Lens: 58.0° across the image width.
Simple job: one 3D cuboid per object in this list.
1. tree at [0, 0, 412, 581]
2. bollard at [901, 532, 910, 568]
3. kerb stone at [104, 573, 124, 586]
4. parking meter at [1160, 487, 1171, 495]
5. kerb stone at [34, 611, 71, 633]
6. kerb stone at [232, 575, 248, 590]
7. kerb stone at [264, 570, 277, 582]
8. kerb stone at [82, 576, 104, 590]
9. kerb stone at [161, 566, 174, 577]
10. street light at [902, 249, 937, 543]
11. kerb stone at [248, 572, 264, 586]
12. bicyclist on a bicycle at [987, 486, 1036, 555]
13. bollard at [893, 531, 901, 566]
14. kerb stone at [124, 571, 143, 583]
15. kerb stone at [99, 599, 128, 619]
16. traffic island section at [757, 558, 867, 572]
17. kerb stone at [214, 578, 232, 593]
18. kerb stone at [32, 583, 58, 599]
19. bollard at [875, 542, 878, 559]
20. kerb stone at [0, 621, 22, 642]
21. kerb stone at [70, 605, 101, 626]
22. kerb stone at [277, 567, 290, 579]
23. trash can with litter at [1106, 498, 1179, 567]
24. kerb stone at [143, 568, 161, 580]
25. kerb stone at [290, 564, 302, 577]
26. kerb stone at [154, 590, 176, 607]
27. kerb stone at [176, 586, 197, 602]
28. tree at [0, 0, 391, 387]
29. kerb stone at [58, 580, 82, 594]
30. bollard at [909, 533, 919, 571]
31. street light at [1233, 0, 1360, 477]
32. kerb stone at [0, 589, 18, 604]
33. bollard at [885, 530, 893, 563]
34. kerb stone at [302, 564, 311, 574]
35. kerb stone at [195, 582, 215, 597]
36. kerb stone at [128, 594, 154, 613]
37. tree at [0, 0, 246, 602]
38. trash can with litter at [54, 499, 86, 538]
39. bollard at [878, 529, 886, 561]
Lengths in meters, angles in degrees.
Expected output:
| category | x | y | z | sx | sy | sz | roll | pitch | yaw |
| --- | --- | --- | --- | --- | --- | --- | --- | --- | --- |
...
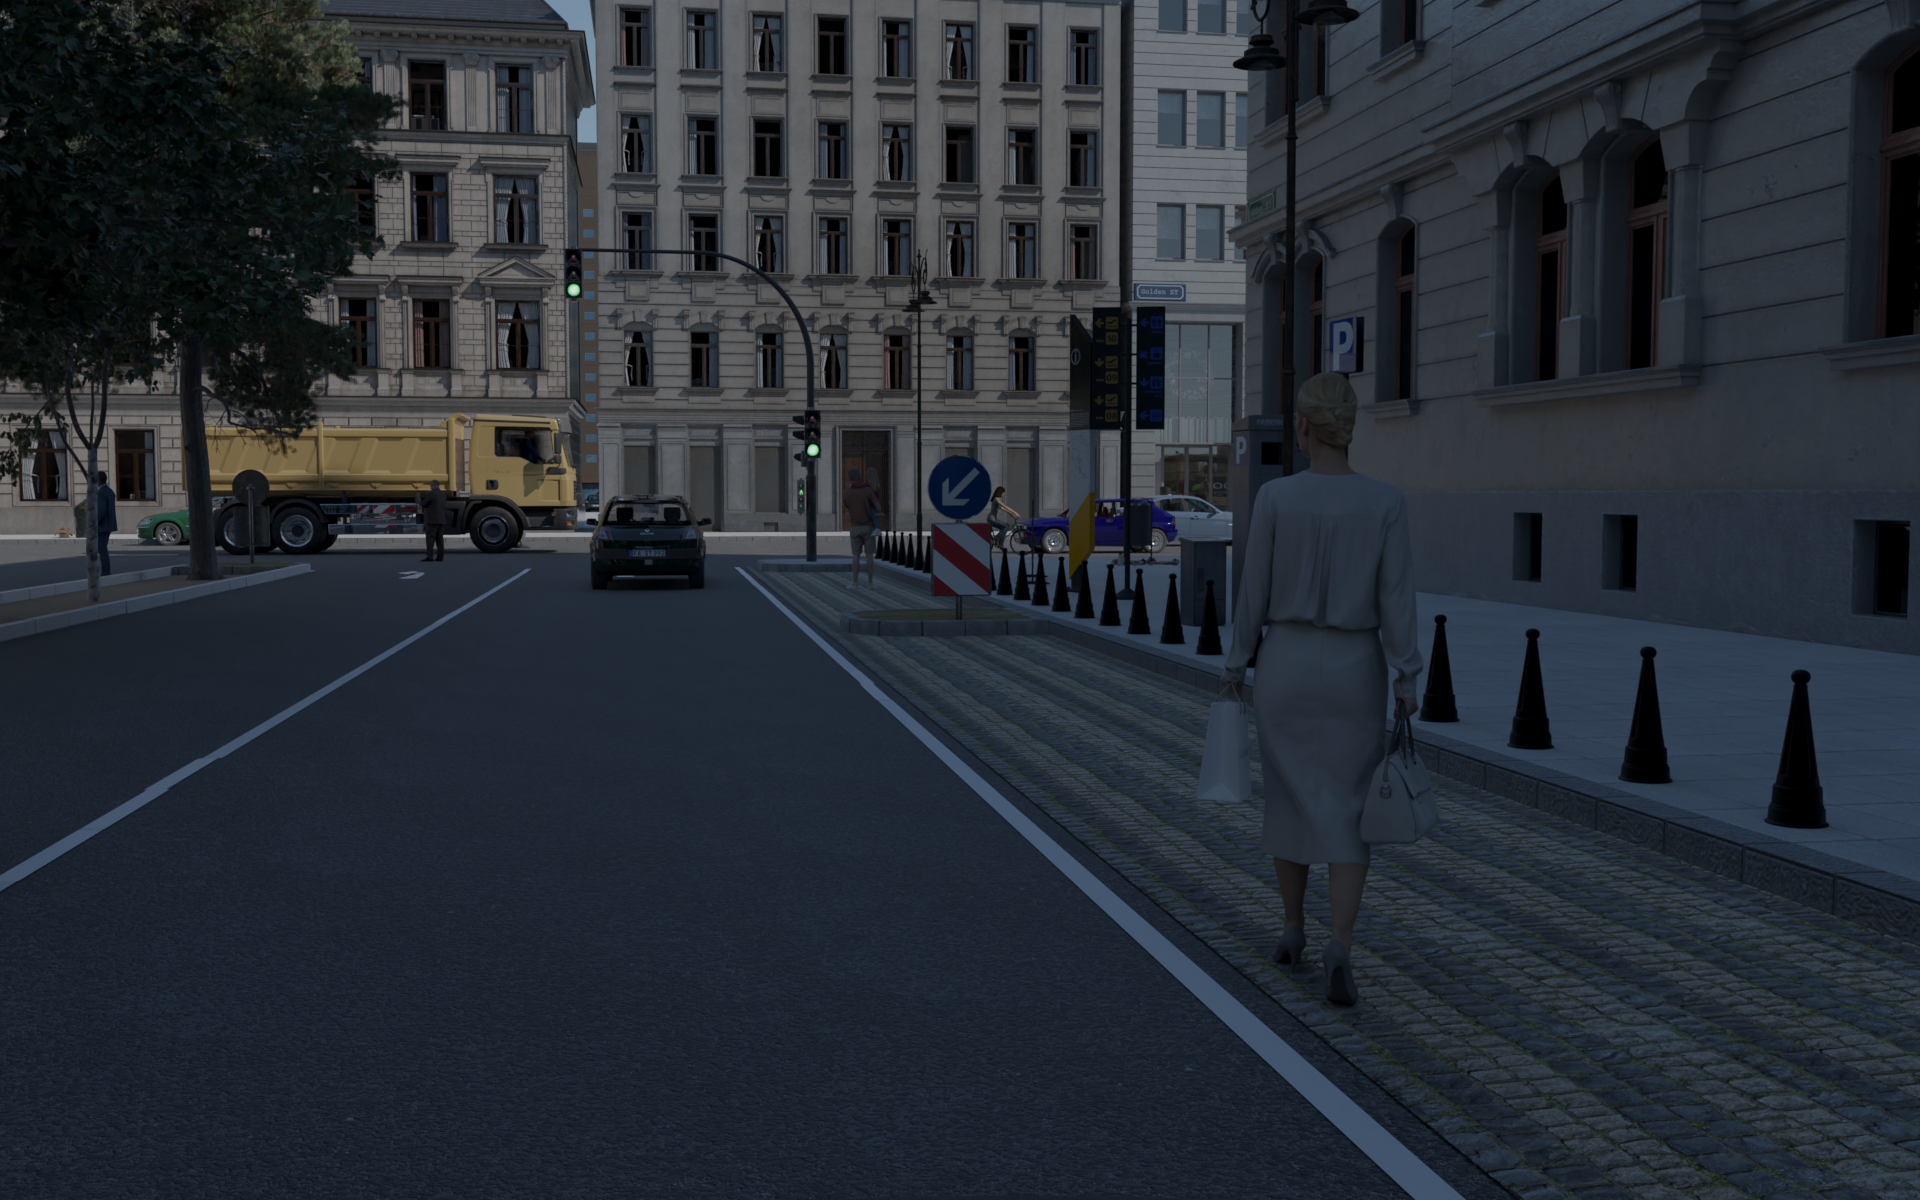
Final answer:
| category | x | y | z | sx | sy | sz | roll | pitch | yaw |
| --- | --- | --- | --- | --- | --- | --- | --- | --- | --- |
| tree | -12.673 | -6.357 | 28.456 | 6.751 | 12.117 | 7.091 | 0 | 3 | 0 |
| bollard | -0.860 | -0.862 | 30.129 | 0.229 | 0.601 | 0.229 | 0 | 3 | 0 |
| kerb stone | -13.290 | -0.294 | 26.997 | 0.120 | 0.150 | 1.000 | -1 | 4 | -10 |
| parking meter | 6.947 | -3.067 | 58.554 | 0.372 | 1.533 | 0.369 | 0 | 3 | 0 |
| kerb stone | -9.605 | 0.245 | 18.215 | 0.120 | 0.150 | 1.000 | -1 | 4 | -10 |
| kerb stone | -11.029 | -0.251 | 26.305 | 0.120 | 0.150 | 1.000 | -1 | 4 | -10 |
| kerb stone | -11.383 | -0.375 | 28.329 | 0.120 | 0.150 | 1.000 | -1 | 4 | -10 |
| kerb stone | -13.109 | -0.229 | 25.981 | 0.120 | 0.150 | 1.000 | -1 | 4 | -10 |
| kerb stone | -13.817 | -0.479 | 30.029 | 0.120 | 0.150 | 1.000 | -1 | 4 | -10 |
| street light | -0.771 | -3.673 | 32.839 | 0.468 | 5.910 | 1.993 | -1 | 4 | -10 |
| kerb stone | -11.198 | -0.311 | 27.316 | 0.120 | 0.150 | 1.000 | -1 | 4 | -10 |
| bicyclist on a bicycle | 0.975 | -1.845 | 40.183 | 1.625 | 1.676 | 1.499 | -1 | 4 | -11 |
| bollard | -1.040 | -0.925 | 31.159 | 0.229 | 0.601 | 0.229 | 0 | 3 | 0 |
| kerb stone | -13.468 | -0.355 | 28.006 | 0.120 | 0.150 | 1.000 | -1 | 4 | -10 |
| kerb stone | -9.967 | 0.120 | 20.243 | 0.120 | 0.150 | 1.000 | -1 | 4 | -10 |
| traffic island section | -2.812 | -0.653 | 32.964 | 2.009 | 0.180 | 2.903 | -1 | 4 | -10 |
| kerb stone | -10.855 | -0.190 | 25.296 | 0.120 | 0.150 | 1.000 | -1 | 4 | -10 |
| kerb stone | -12.747 | -0.108 | 23.955 | 0.120 | 0.150 | 1.000 | -1 | 4 | -10 |
| bollard | -1.577 | -1.111 | 34.204 | 0.229 | 0.601 | 0.229 | 0 | 3 | 0 |
| kerb stone | -9.429 | 0.311 | 17.206 | 0.120 | 0.150 | 1.000 | -1 | 4 | -10 |
| kerb stone | -9.785 | 0.185 | 19.227 | 0.120 | 0.150 | 1.000 | -1 | 4 | -10 |
| kerb stone | -11.561 | -0.433 | 29.343 | 0.120 | 0.150 | 1.000 | -1 | 4 | -10 |
| trash can with litter | 3.640 | -1.249 | 31.485 | 2.233 | 1.210 | 1.678 | 0 | 4 | -6 |
| kerb stone | -13.635 | -0.414 | 29.016 | 0.120 | 0.150 | 1.000 | -1 | 4 | -10 |
| kerb stone | -11.739 | -0.499 | 30.352 | 0.120 | 0.150 | 1.000 | -1 | 4 | -10 |
| kerb stone | -10.318 | -0.004 | 22.264 | 0.120 | 0.150 | 1.000 | -1 | 4 | -10 |
| kerb stone | -10.491 | -0.064 | 23.277 | 0.120 | 0.150 | 1.000 | -1 | 4 | -10 |
| tree | -10.520 | -5.884 | 15.664 | 9.611 | 12.733 | 9.660 | 0 | 3 | 0 |
| kerb stone | -12.924 | -0.169 | 24.967 | 0.120 | 0.150 | 1.000 | -1 | 4 | -10 |
| bollard | -0.680 | -0.800 | 29.118 | 0.229 | 0.601 | 0.229 | 0 | 3 | 0 |
| street light | 2.597 | -2.498 | 13.632 | 0.468 | 5.910 | 1.993 | -1 | 4 | -10 |
| kerb stone | -12.573 | -0.044 | 22.945 | 0.120 | 0.150 | 1.000 | -1 | 4 | -10 |
| bollard | -1.214 | -0.987 | 32.171 | 0.229 | 0.601 | 0.229 | 0 | 3 | 0 |
| kerb stone | -11.924 | -0.558 | 31.365 | 0.120 | 0.150 | 1.000 | -1 | 4 | -10 |
| kerb stone | -10.678 | -0.125 | 24.285 | 0.120 | 0.150 | 1.000 | -1 | 4 | -10 |
| kerb stone | -10.135 | 0.058 | 21.254 | 0.120 | 0.150 | 1.000 | -1 | 4 | -10 |
| tree | -11.473 | -4.280 | 22.802 | 4.360 | 8.622 | 3.978 | 0 | 3 | 0 |
| trash can with litter | -25.809 | -2.392 | 50.495 | 1.055 | 1.170 | 0.624 | -2 | 4 | -34 |
| bollard | -1.398 | -1.049 | 33.192 | 0.229 | 0.601 | 0.229 | 0 | 3 | 0 |
